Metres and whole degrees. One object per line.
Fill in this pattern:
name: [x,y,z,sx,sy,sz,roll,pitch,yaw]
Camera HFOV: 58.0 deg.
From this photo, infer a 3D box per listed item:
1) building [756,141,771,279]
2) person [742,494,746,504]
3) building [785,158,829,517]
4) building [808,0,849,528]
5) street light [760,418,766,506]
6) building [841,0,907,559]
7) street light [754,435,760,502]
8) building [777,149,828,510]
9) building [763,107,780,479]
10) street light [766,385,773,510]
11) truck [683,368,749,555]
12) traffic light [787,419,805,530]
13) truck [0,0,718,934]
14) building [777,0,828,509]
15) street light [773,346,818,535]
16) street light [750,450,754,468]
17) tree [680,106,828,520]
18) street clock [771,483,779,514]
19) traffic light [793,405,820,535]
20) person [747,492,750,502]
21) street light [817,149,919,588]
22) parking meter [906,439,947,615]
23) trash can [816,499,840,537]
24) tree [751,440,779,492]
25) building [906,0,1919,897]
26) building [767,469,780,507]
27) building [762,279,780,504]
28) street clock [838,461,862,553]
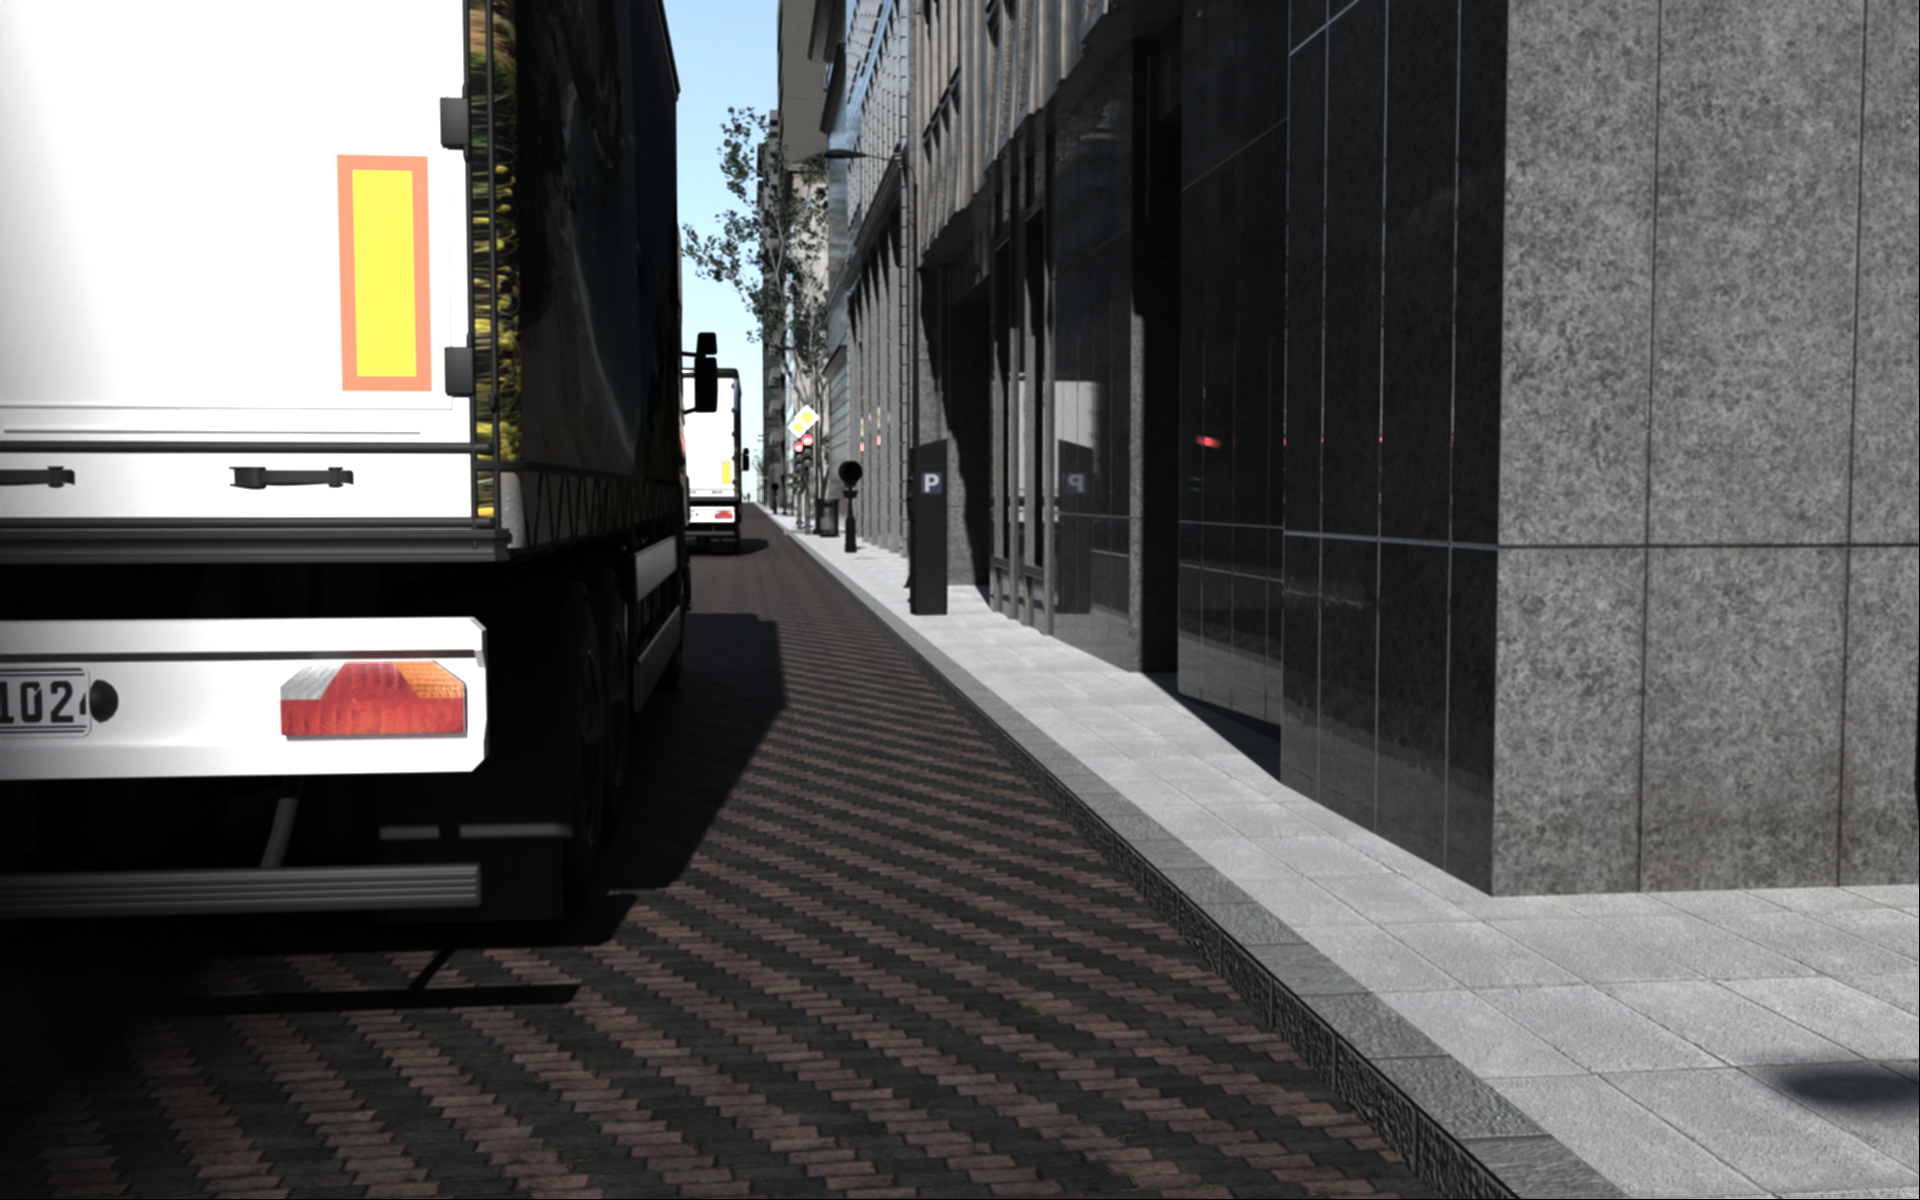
building: [-15.204,-40.695,254.594,28.713,52.752,27.495,0,4,-7]
person: [-32.176,-15.056,257.853,0.628,1.438,0.799,-1,4,-9]
building: [-5.081,-15.272,104.447,10.420,20.320,16.860,0,4,-7]
building: [9.132,-14.571,71.519,30.059,22.955,16.112,0,4,-7]
street light: [-11.254,-8.137,105.574,1.470,5.913,1.316,0,4,-7]
building: [3.606,-16.066,40.168,11.434,29.767,29.804,0,4,-7]
street light: [-15.219,-10.018,136.341,1.470,5.913,1.316,0,4,-7]
building: [-6.745,-20.076,125.508,12.463,27.353,25.104,0,4,-7]
building: [-10.640,-35.401,198.417,23.786,49.044,30.456,0,4,-7]
street light: [-7.405,-6.194,73.817,1.470,5.913,1.316,0,4,-7]
truck: [-6.801,-3.369,43.991,2.839,4.237,11.283,0,4,-7]
traffic light: [-5.826,-4.502,62.525,0.839,4.253,0.868,0,4,-7]
truck: [-2.823,-1.239,9.163,2.839,4.237,11.283,0,4,-7]
building: [-4.943,-32.277,151.427,21.300,48.544,21.600,0,4,-7]
street light: [-5.053,-5.014,54.527,1.470,5.913,1.316,0,4,-7]
street light: [-20.868,-12.732,180.711,1.470,5.913,1.316,0,4,-7]
tree: [-8.842,-14.104,86.483,12.611,20.169,13.585,0,3,0]
street clock: [-12.111,-6.660,113.461,0.471,2.002,0.358,0,4,3]
traffic light: [-4.836,-4.017,54.601,0.839,4.253,0.868,0,4,-7]
person: [-32.176,-15.547,263.605,0.541,1.710,0.530,-1,4,-23]
street light: [-1.141,-3.119,23.530,1.470,5.913,1.316,0,4,-7]
parking meter: [-0.350,-0.776,18.394,0.399,1.863,0.255,-1,4,-16]
trash can: [-3.925,-2.444,51.609,0.748,1.137,0.748,0,3,0]
tree: [-24.729,-16.687,223.186,4.360,8.622,3.978,0,3,0]
building: [6.423,-12.068,15.335,12.078,24.808,19.932,0,4,-7]
building: [-8.802,-44.846,171.484,20.563,71.187,20.611,0,4,-7]
building: [-19.478,-28.211,232.954,14.160,30.474,14.107,0,4,-7]
street clock: [-2.401,-2.042,37.958,0.471,2.002,0.358,-2,4,-32]
